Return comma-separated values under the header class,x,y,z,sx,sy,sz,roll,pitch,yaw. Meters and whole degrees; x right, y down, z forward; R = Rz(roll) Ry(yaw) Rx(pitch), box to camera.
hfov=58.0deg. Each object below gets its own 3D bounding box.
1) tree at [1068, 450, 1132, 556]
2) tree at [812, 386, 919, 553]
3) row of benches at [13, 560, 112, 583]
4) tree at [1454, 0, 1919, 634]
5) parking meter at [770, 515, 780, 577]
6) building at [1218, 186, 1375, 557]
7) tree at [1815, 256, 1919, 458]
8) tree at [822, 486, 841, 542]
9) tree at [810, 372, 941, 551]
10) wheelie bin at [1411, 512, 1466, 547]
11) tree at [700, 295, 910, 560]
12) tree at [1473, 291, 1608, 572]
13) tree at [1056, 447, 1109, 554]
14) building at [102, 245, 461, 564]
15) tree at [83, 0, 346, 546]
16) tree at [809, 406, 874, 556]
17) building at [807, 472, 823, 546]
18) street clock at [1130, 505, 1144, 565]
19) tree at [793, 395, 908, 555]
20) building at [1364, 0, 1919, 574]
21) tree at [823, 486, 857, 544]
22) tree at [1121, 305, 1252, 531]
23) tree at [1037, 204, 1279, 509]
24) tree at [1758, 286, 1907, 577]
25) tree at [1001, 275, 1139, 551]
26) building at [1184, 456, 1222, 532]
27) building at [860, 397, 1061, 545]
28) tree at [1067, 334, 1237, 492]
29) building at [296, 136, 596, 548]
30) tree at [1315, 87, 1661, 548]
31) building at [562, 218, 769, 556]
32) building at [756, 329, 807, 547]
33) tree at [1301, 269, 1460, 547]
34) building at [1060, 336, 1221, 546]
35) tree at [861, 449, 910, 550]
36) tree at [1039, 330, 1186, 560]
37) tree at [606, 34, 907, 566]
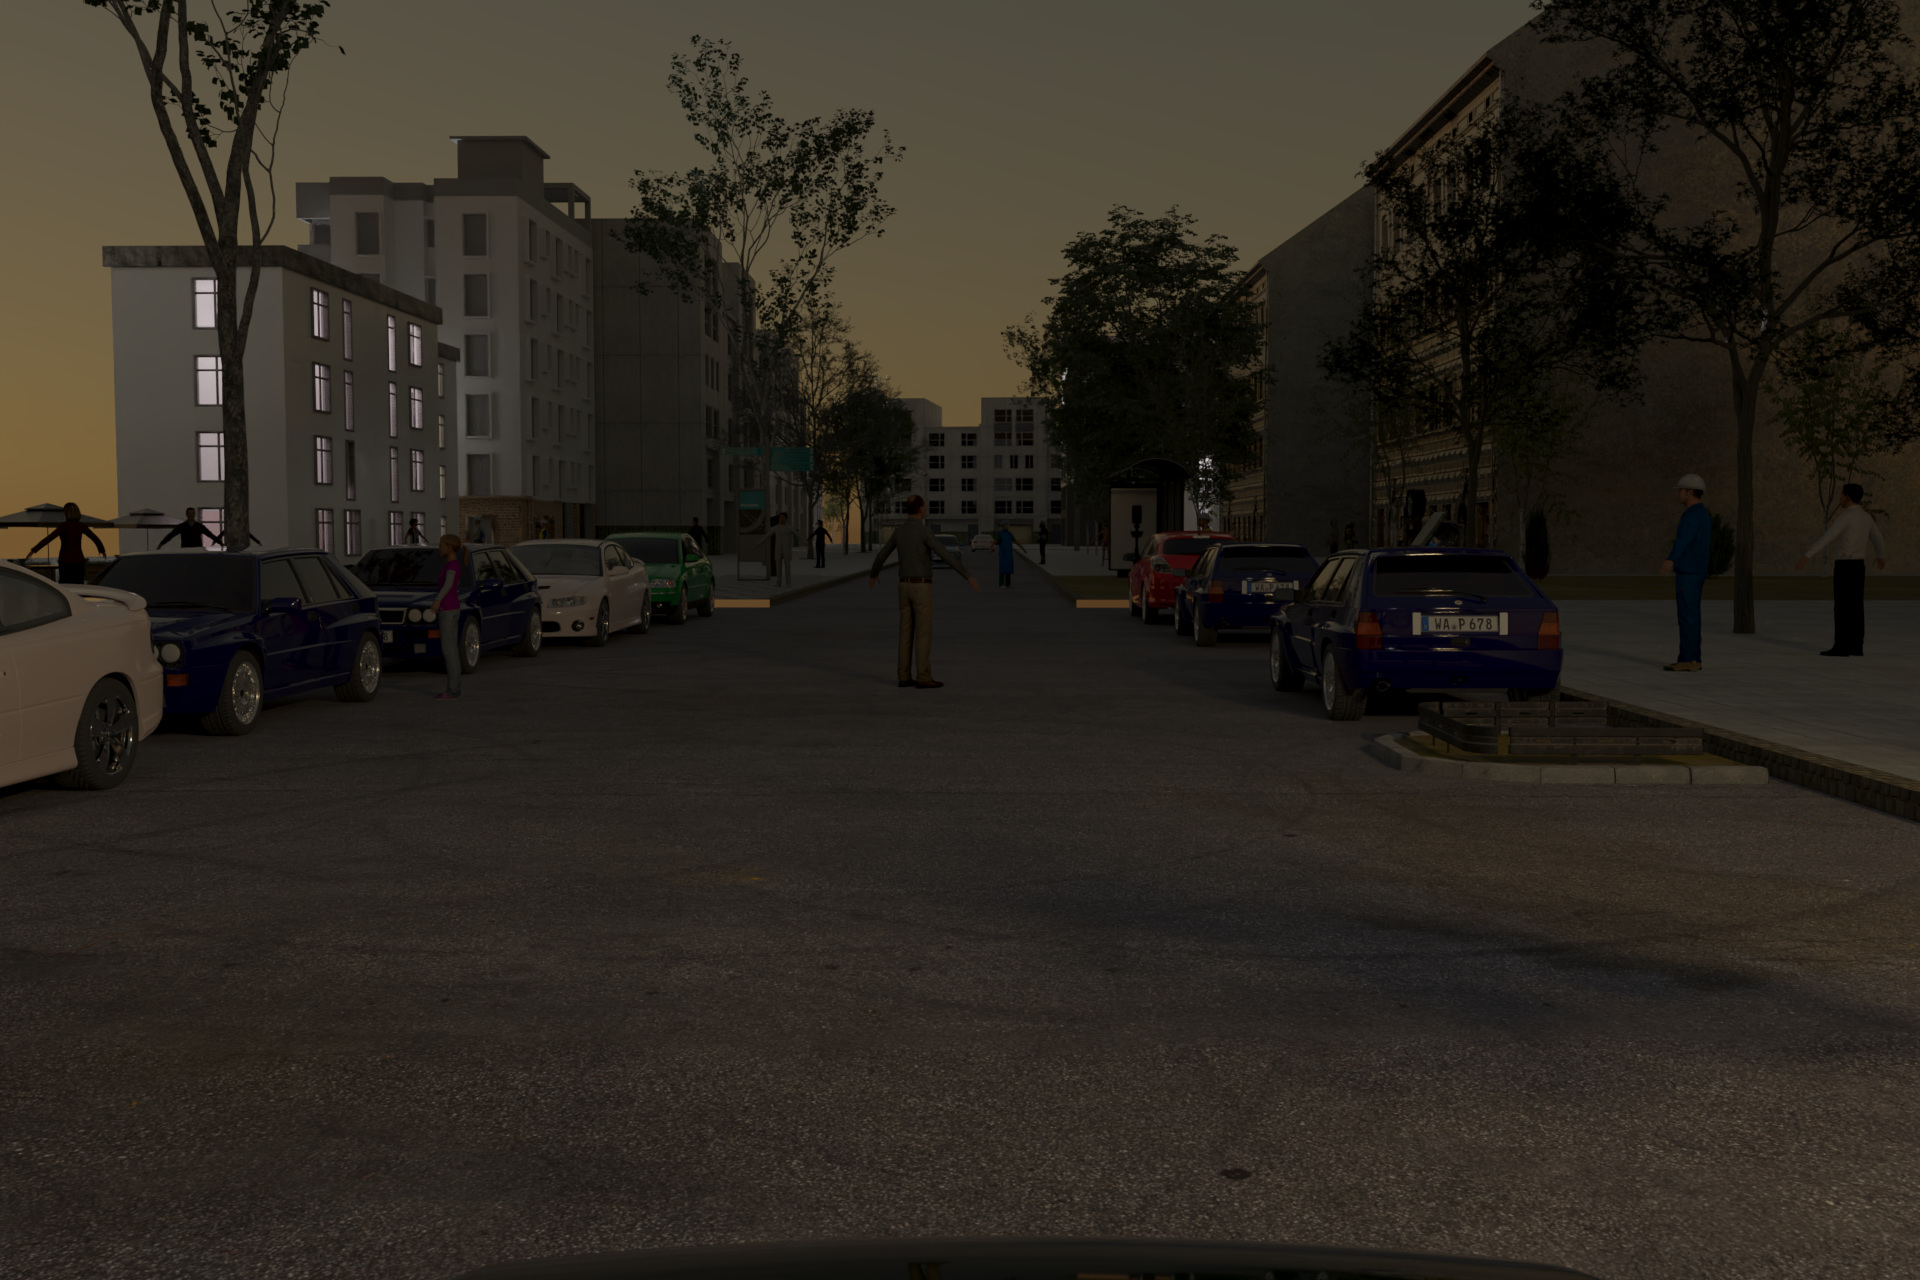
class,x,y,z,sx,sy,sz,roll,pitch,yaw
tree,7.931,-9.334,102.973,4.360,8.622,3.978,0,3,0
tree,-6.567,-11.802,118.722,9.928,11.665,9.643,0,3,0
row of benches,-21.969,-1.562,41.006,4.104,0.672,1.422,-1,4,-15
tree,9.816,-5.360,22.048,7.601,10.594,8.767,-1,4,-14
parking meter,-5.639,-2.844,52.206,0.399,1.863,0.255,0,4,1
building,26.344,-16.752,104.827,19.493,23.208,18.063,0,4,1
tree,25.564,-6.573,41.879,8.767,10.594,7.601,-2,4,-24
tree,-17.369,-17.232,232.109,4.737,8.622,4.395,0,3,0
tree,-6.595,-13.374,129.039,12.009,13.543,11.850,0,3,0
wheelie bin,6.816,-1.026,24.686,0.693,1.594,0.980,0,4,2
tree,-7.529,-10.840,87.601,12.009,13.543,11.850,0,3,0
tree,17.005,-6.211,51.909,4.737,8.622,4.395,0,3,0
tree,8.209,-9.857,111.522,4.737,8.622,4.395,0,3,0
building,-23.767,-7.491,64.618,9.099,9.664,28.070,0,4,1
tree,-12.911,-10.444,26.645,12.611,20.169,13.585,0,3,0
tree,-6.635,-9.112,99.336,4.360,8.622,3.978,0,3,0
building,-19.927,-15.508,195.705,9.099,9.664,28.070,0,4,2
street clock,4.417,-2.368,43.286,0.358,2.002,0.471,0,4,2
tree,-6.813,-10.639,108.354,7.601,10.594,8.767,-1,4,-16
building,26.415,-14.216,63.358,19.493,23.208,18.063,0,4,1
tree,-15.817,-16.979,227.965,4.737,8.622,4.395,0,3,0
tree,7.839,-6.402,55.032,4.360,8.622,3.978,0,3,0
tree,7.383,-9.740,65.897,9.857,13.997,8.962,0,3,0
tree,25.596,-6.151,50.931,4.737,8.622,4.395,0,3,0
tree,9.177,-16.642,127.992,12.611,20.169,13.585,0,3,0
building,25.016,-13.327,160.038,9.099,9.664,28.070,0,4,1
building,3.733,-22.124,230.645,31.486,18.905,16.747,0,4,7
tree,8.358,-8.772,77.837,8.767,10.594,7.601,0,4,6
building,-25.630,-13.907,83.803,16.016,20.090,11.380,0,4,2
tree,10.857,-6.191,35.635,7.601,10.594,8.767,-1,4,-22
building,-22.731,-15.083,113.068,16.747,18.905,31.486,0,4,1
building,-24.474,-18.290,165.501,16.747,18.905,31.486,0,4,0
tree,12.054,-5.925,47.241,4.360,8.622,3.978,0,3,0
building,25.187,-21.452,194.715,27.936,21.610,32.646,0,4,1
tree,-6.501,-11.531,138.895,4.360,8.622,3.978,0,3,0
tree,7.706,-9.799,85.966,9.928,11.665,9.643,0,3,0
tree,-9.183,-13.017,68.712,12.611,20.169,13.585,0,3,0
